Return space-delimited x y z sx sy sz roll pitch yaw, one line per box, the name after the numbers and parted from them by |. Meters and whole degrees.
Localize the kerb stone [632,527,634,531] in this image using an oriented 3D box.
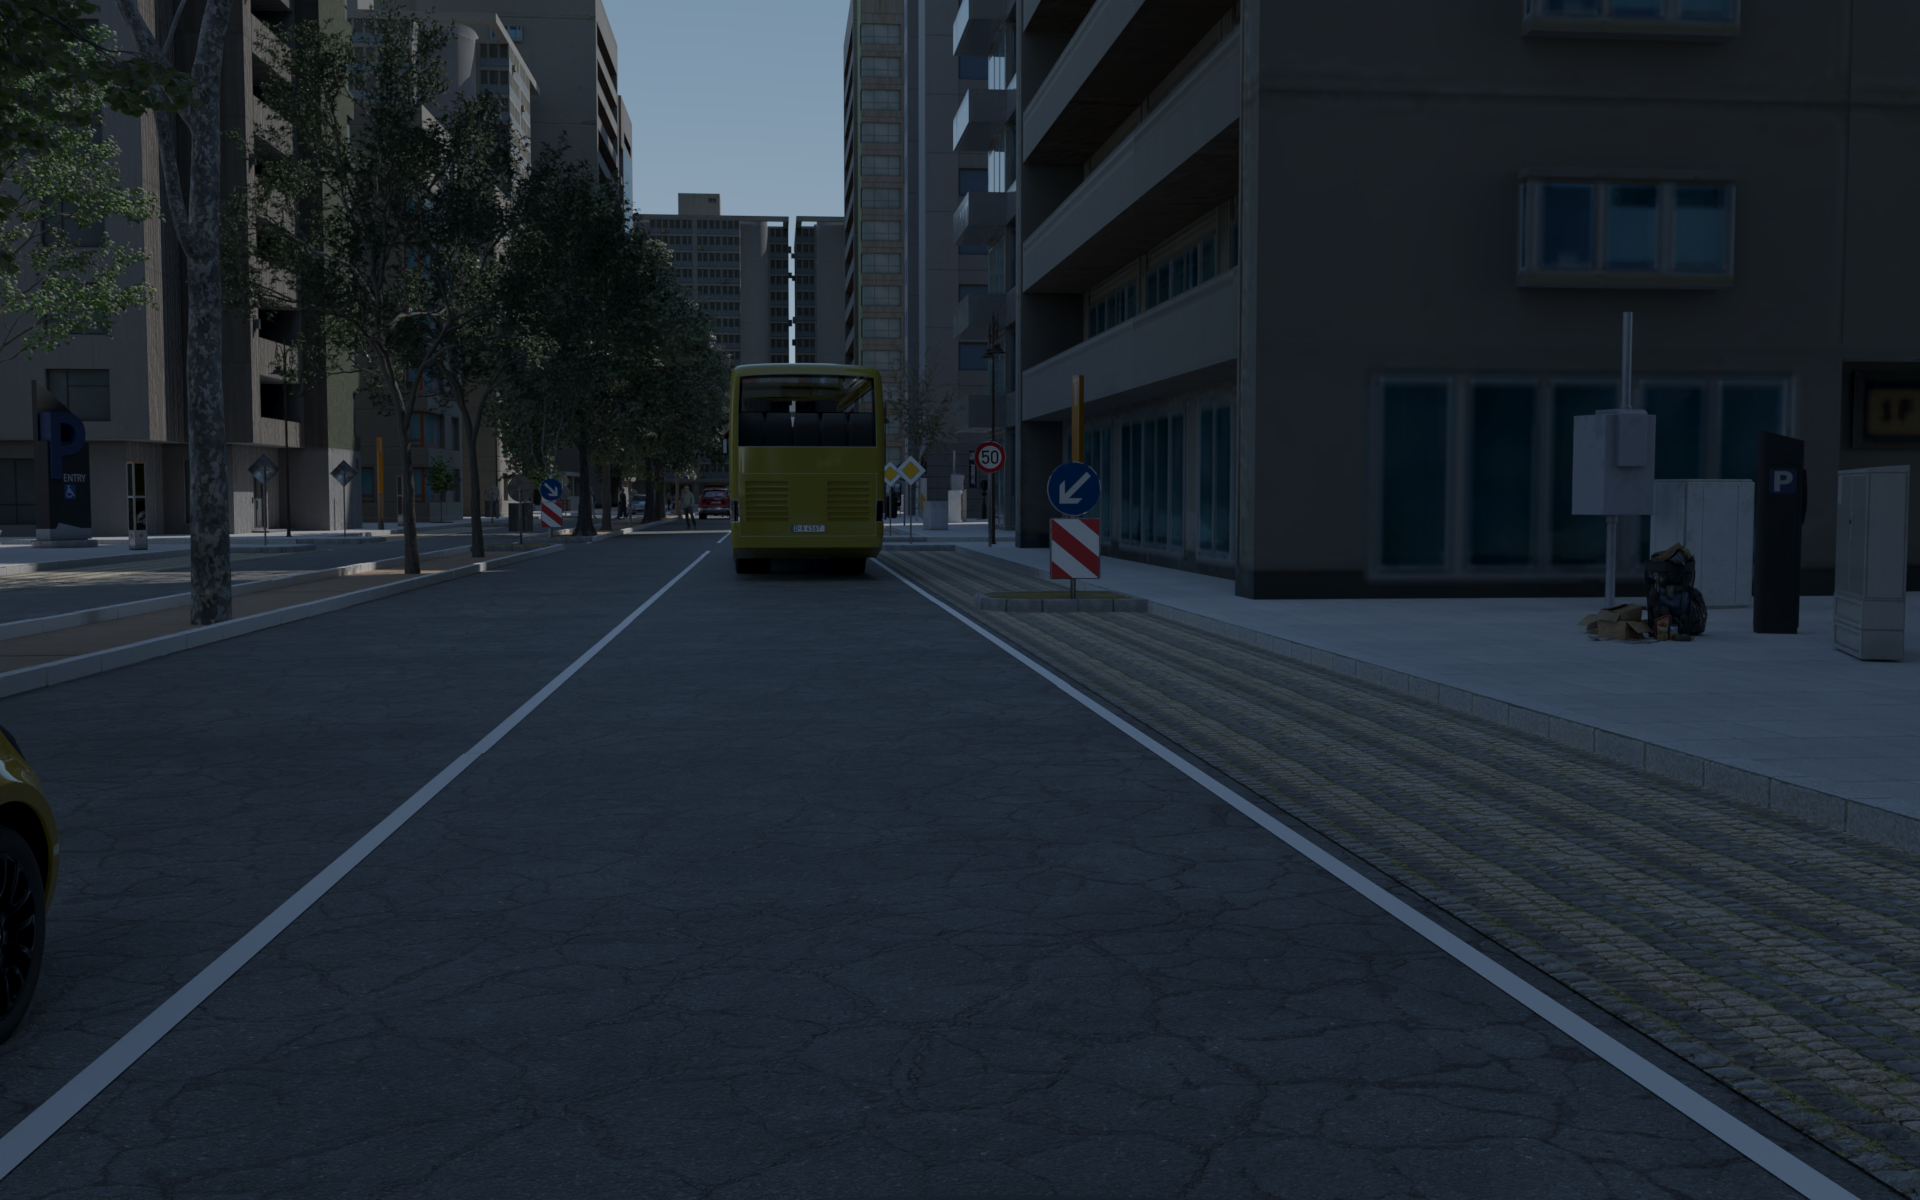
-12.412 -2.613 64.917 0.120 0.150 1.000 0 4 -6 | kerb stone

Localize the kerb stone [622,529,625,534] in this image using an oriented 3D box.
-11.970 -2.359 60.838 0.120 0.150 1.000 0 4 -6 | kerb stone

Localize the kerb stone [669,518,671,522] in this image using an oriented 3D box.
-14.800 -3.984 87.326 0.120 0.150 1.000 0 4 -6 | kerb stone

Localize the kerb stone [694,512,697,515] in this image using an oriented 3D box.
-17.854 -5.729 115.860 0.120 0.150 1.000 0 4 -6 | kerb stone

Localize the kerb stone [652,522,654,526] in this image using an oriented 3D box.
-13.493 -3.233 75.093 0.120 0.150 1.000 0 4 -6 | kerb stone

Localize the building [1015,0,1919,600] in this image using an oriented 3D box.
13.039 -24.916 31.084 21.300 48.544 21.600 0 4 -6 | building

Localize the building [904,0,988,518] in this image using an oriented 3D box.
7.138 -34.386 104.216 21.231 58.520 28.212 0 4 -6 | building

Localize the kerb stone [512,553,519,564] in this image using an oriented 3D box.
-9.292 -0.831 35.787 0.120 0.150 1.000 0 4 -6 | kerb stone

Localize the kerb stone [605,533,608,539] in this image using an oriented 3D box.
-11.326 -1.985 54.732 0.120 0.150 1.000 0 4 -6 | kerb stone

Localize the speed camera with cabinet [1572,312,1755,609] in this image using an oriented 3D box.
7.855 -1.528 19.319 2.038 3.252 0.660 -1 4 -18 | speed camera with cabinet

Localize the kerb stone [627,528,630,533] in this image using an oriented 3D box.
-12.189 -2.488 62.875 0.120 0.150 1.000 0 4 -6 | kerb stone

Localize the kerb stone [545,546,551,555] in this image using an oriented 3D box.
-9.843 -1.143 40.887 0.120 0.150 1.000 0 4 -6 | kerb stone

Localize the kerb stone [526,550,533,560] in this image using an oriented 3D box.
-9.516 -0.956 37.830 0.120 0.150 1.000 0 4 -6 | kerb stone

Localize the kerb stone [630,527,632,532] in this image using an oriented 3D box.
-12.300 -2.551 63.901 0.120 0.150 1.000 0 4 -6 | kerb stone

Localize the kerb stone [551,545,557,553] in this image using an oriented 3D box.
-9.947 -1.203 41.904 0.120 0.150 1.000 0 4 -6 | kerb stone

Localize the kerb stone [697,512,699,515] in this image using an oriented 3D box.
-18.611 -6.164 122.992 0.120 0.150 1.000 0 4 -6 | kerb stone

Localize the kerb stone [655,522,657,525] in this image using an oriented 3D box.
-13.714 -3.359 77.131 0.120 0.150 1.000 0 4 -6 | kerb stone

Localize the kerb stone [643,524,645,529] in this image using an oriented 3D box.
-12.953 -2.924 70.002 0.120 0.150 1.000 0 4 -6 | kerb stone

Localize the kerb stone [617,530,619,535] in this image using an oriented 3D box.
-11.757 -2.239 58.805 0.120 0.150 1.000 0 4 -6 | kerb stone

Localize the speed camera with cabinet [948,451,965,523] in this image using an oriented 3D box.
-0.148 -5.126 78.147 0.660 3.252 2.038 0 4 6 | speed camera with cabinet

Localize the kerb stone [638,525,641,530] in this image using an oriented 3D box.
-12.728 -2.800 67.968 0.120 0.150 1.000 0 4 -6 | kerb stone

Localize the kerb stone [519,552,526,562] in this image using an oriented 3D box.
-9.405 -0.894 36.812 0.120 0.150 1.000 0 4 -6 | kerb stone

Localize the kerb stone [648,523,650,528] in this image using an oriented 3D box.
-13.272 -3.111 73.056 0.120 0.150 1.000 0 4 -6 | kerb stone

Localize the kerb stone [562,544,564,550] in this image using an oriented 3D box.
-10.170 -1.330 43.936 0.120 0.150 1.000 0 4 -6 | kerb stone

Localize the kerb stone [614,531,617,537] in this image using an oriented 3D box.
-11.643 -2.174 57.789 0.120 0.150 1.000 0 4 -6 | kerb stone

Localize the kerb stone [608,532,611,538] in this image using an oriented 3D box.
-11.430 -2.052 55.749 0.120 0.150 1.000 0 4 -6 | kerb stone

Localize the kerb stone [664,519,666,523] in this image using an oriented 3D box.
-14.364 -3.732 83.250 0.120 0.150 1.000 0 4 -6 | kerb stone

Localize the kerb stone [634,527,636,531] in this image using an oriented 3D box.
-12.523 -2.673 65.933 0.120 0.150 1.000 0 4 -6 | kerb stone

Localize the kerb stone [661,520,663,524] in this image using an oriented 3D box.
-14.151 -3.610 81.217 0.120 0.150 1.000 0 4 -6 | kerb stone

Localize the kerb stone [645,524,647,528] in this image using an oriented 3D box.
-13.056 -2.980 71.020 0.120 0.150 1.000 0 4 -6 | kerb stone

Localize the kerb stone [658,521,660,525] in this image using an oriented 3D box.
-13.934 -3.486 79.184 0.120 0.150 1.000 0 4 -6 | kerb stone

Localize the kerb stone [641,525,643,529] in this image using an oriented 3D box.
-12.838 -2.858 68.987 0.120 0.150 1.000 0 4 -6 | kerb stone

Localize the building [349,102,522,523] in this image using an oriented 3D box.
-39.083 -14.979 89.939 27.650 21.520 28.899 0 4 -6 | building

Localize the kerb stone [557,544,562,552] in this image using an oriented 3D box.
-10.061 -1.264 42.920 0.120 0.150 1.000 0 4 -6 | kerb stone

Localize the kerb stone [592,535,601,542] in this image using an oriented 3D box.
-11.101 -1.862 52.688 0.120 0.150 1.000 0 4 -6 | kerb stone

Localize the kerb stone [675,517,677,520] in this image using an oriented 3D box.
-15.348 -4.290 92.420 0.120 0.150 1.000 0 4 -6 | kerb stone

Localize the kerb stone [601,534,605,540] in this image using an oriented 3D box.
-11.206 -1.927 53.710 0.120 0.150 1.000 0 4 -6 | kerb stone

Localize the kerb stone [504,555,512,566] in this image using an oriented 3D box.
-9.187 -0.768 34.771 0.120 0.150 1.000 0 4 -6 | kerb stone

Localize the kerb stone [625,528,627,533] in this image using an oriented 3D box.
-12.081 -2.426 61.854 0.120 0.150 1.000 0 4 -6 | kerb stone

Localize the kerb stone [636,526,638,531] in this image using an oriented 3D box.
-12.632 -2.735 66.951 0.120 0.150 1.000 0 4 -6 | kerb stone

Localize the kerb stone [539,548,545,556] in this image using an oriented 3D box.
-9.731 -1.081 39.868 0.120 0.150 1.000 0 4 -6 | kerb stone

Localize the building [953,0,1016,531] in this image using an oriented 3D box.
14.929 -27.243 65.032 30.456 49.044 23.786 0 4 -6 | building

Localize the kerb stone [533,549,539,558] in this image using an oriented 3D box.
-9.623 -1.015 38.852 0.120 0.150 1.000 0 4 -6 | kerb stone

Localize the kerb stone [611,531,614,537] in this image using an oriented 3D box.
-11.537 -2.111 56.766 0.120 0.150 1.000 0 4 -6 | kerb stone

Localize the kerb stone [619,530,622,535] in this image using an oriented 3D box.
-11.863 -2.301 59.821 0.120 0.150 1.000 0 4 -6 | kerb stone

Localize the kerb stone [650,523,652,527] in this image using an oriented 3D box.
-13.382 -3.168 74.073 0.120 0.150 1.000 0 4 -6 | kerb stone

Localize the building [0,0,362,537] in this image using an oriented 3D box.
-28.713 -17.426 56.616 14.160 30.474 14.107 0 4 -6 | building
